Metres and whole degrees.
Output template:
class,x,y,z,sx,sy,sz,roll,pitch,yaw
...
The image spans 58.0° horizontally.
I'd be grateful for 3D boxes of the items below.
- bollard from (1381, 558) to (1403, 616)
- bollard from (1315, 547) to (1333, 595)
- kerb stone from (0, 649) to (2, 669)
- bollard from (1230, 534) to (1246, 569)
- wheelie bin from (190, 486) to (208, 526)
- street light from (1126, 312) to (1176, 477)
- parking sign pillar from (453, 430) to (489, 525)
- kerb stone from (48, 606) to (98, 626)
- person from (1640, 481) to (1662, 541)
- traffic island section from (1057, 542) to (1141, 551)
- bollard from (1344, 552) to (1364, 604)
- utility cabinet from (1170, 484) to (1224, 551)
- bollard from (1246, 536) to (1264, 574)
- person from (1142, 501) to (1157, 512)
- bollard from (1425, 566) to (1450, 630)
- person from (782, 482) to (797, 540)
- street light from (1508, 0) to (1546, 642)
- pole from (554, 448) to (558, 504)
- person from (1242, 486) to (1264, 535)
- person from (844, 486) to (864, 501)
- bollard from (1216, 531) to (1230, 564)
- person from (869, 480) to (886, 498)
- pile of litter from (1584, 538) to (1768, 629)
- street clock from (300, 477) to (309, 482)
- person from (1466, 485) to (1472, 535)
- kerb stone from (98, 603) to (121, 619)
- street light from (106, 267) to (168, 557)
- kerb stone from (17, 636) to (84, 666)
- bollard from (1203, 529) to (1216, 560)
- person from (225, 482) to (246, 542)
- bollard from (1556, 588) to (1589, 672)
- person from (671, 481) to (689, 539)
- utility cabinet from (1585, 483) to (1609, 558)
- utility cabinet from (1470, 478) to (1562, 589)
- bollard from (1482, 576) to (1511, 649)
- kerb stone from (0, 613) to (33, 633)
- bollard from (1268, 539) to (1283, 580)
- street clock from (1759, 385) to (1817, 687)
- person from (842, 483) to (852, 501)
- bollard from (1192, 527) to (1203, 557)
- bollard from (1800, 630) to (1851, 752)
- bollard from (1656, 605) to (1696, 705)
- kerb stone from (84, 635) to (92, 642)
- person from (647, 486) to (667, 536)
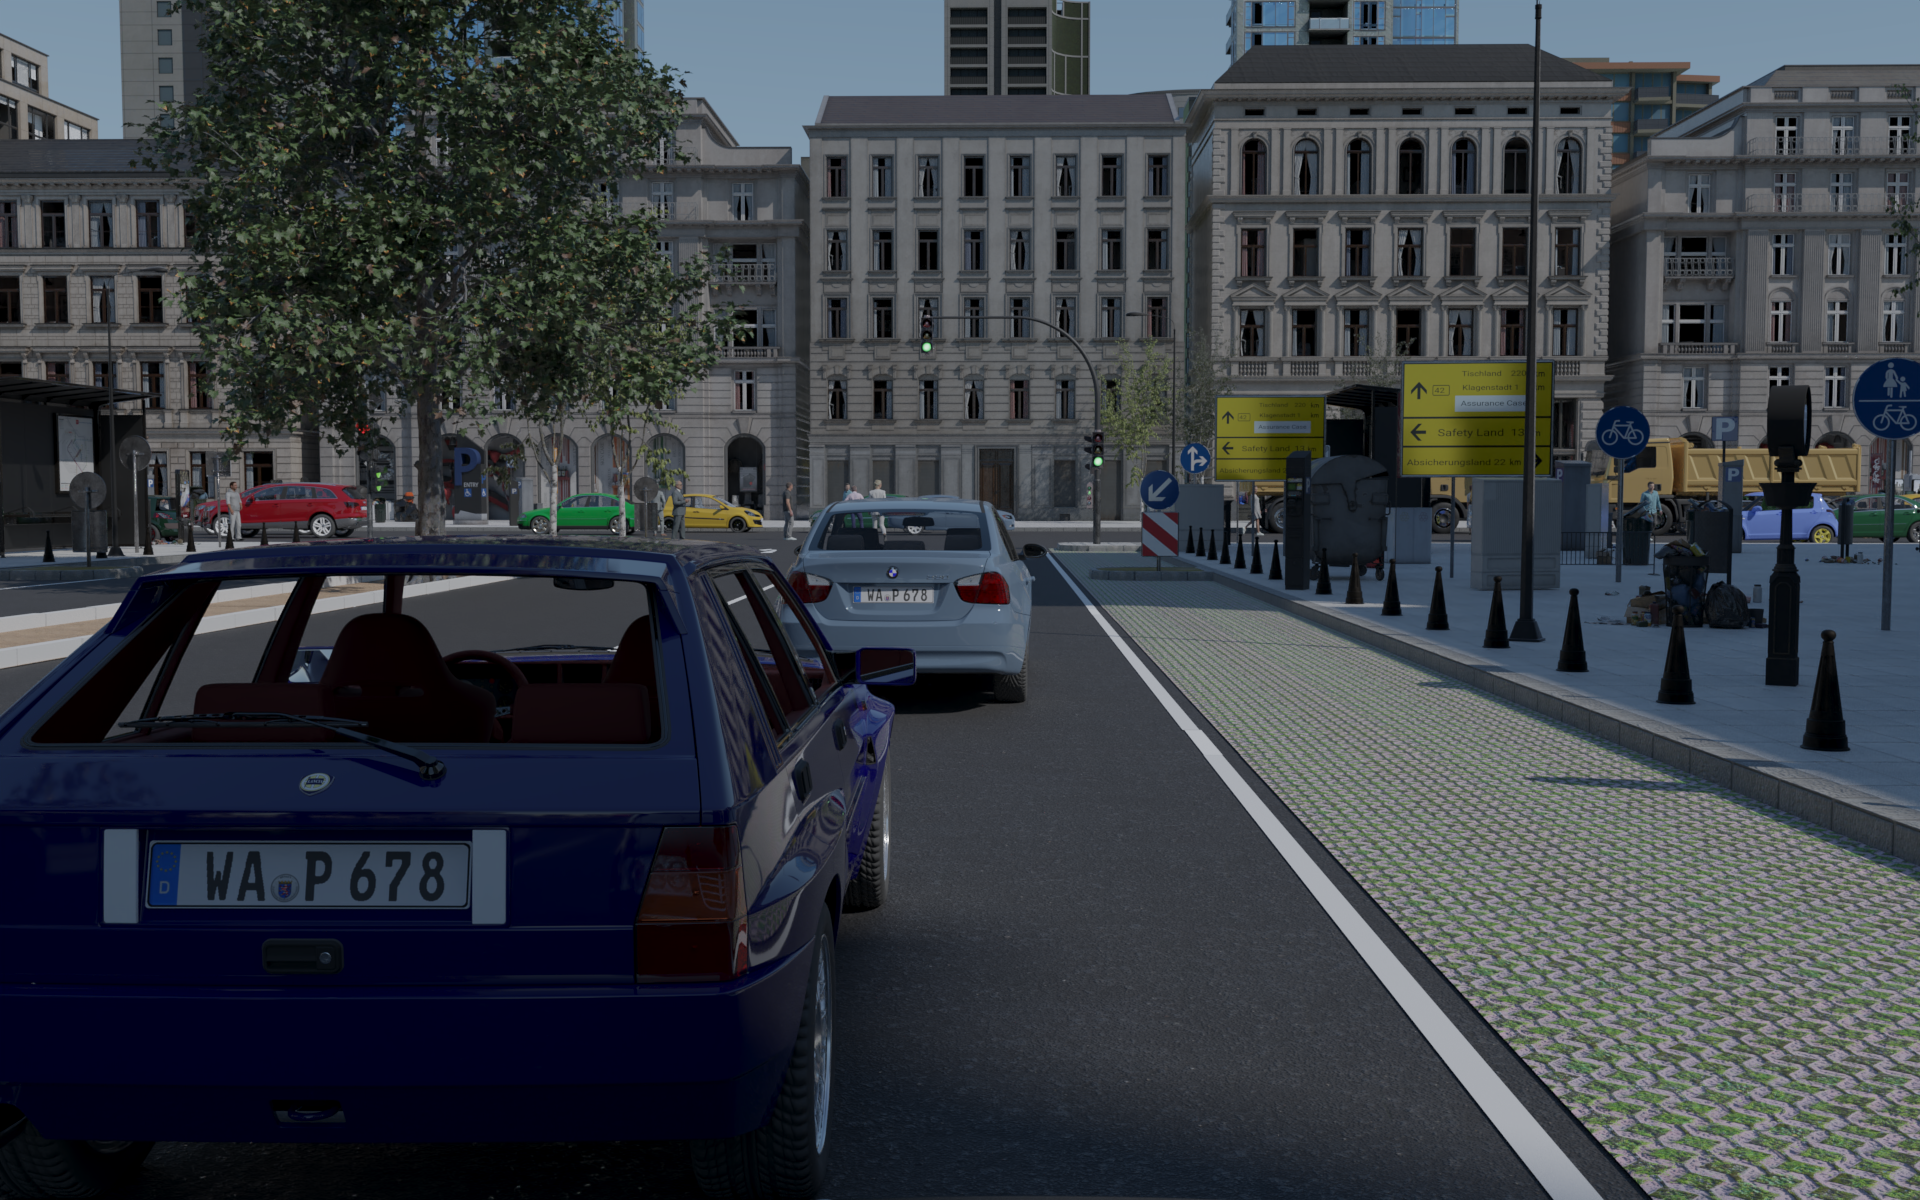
class,x,y,z,sx,sy,sz,roll,pitch,yaw
bollard,4.567,-0.138,18.305,0.229,0.601,0.229,0,3,0
bollard,4.655,-0.373,22.141,0.229,0.601,0.229,0,3,0
kerb stone,-7.904,0.508,13.882,0.120,0.150,1.000,0,4,1
bollard,4.824,-0.842,29.810,0.229,0.601,0.229,0,3,0
wheelie bin,-30.993,-3.817,70.321,0.693,1.594,0.980,2,4,30
street light,4.918,-4.384,44.226,1.470,5.913,1.316,0,4,1
parking sign pillar,-20.522,-5.143,72.552,1.447,3.967,1.447,1,4,16
kerb stone,-9.887,0.194,19.157,0.120,0.150,1.000,0,4,1
person,21.344,-2.757,53.600,0.660,1.820,0.620,-1,4,-13
traffic island section,3.518,-1.352,44.384,2.009,0.180,2.903,0,4,1
bollard,4.611,-0.256,20.227,0.229,0.601,0.229,0,3,0
utility cabinet,5.297,-1.841,38.775,1.173,1.500,0.318,-1,4,-15
bollard,4.780,-0.725,27.896,0.229,0.601,0.229,0,3,0
person,5.690,-2.568,51.210,0.841,1.734,0.376,3,4,37
bollard,4.526,-0.021,16.391,0.229,0.601,0.229,0,3,0
person,-5.326,-2.781,54.089,0.434,1.807,0.598,0,4,-6
street light,4.409,-2.596,14.990,1.470,5.913,1.316,0,4,1
pole,-17.916,-5.065,76.648,0.158,3.312,0.155,0,3,0
person,10.204,-3.119,60.244,0.760,1.731,0.466,-1,4,-9
person,-3.491,-2.956,57.776,0.756,1.711,0.436,1,4,10
bollard,4.864,-0.960,31.733,0.229,0.601,0.229,0,3,0
person,-2.356,-2.549,50.056,0.514,1.842,0.818,-1,4,-22
pile of litter,7.073,-0.185,16.985,1.719,0.858,1.176,3,4,38
street clock,-28.508,-4.330,75.367,0.358,2.002,0.471,-3,5,-39
person,18.057,-3.163,60.780,0.480,1.755,0.524,3,5,44
kerb stone,-9.864,0.127,20.187,0.120,0.150,1.000,0,4,1
street light,-16.874,-3.853,35.532,1.470,5.913,1.316,0,4,1
kerb stone,-7.886,0.447,14.907,0.120,0.150,1.000,0,4,1
bollard,4.908,-1.078,33.660,0.229,0.601,0.229,0,3,0
person,-21.761,-2.652,52.006,0.789,1.805,0.875,1,4,17
bollard,4.443,0.214,12.545,0.229,0.601,0.229,0,3,0
person,-7.641,-2.375,47.501,0.590,1.801,0.661,0,4,4
utility cabinet,12.789,-1.598,34.806,0.318,1.500,1.173,2,4,27
utility cabinet,7.451,-0.887,23.182,1.173,1.500,0.318,-1,4,-15
bollard,4.484,0.097,14.459,0.229,0.601,0.229,0,3,0
kerb stone,-9.910,0.249,18.128,0.120,0.150,1.000,0,4,1
bollard,4.738,-0.608,25.978,0.229,0.601,0.229,0,3,0
street clock,5.531,-0.430,11.593,0.358,2.002,0.471,2,4,32
person,-4.220,-3.523,65.964,0.748,1.841,0.638,-2,4,-25
bollard,4.951,-1.195,35.588,0.229,0.601,0.229,0,3,0
bollard,4.360,0.448,8.710,0.229,0.601,0.229,0,3,0
bollard,4.400,0.331,10.628,0.229,0.601,0.229,0,3,0
kerb stone,-7.856,0.383,15.931,0.120,0.150,1.000,0,4,1
person,-10.338,-3.086,59.063,0.635,1.810,0.391,0,4,-5
